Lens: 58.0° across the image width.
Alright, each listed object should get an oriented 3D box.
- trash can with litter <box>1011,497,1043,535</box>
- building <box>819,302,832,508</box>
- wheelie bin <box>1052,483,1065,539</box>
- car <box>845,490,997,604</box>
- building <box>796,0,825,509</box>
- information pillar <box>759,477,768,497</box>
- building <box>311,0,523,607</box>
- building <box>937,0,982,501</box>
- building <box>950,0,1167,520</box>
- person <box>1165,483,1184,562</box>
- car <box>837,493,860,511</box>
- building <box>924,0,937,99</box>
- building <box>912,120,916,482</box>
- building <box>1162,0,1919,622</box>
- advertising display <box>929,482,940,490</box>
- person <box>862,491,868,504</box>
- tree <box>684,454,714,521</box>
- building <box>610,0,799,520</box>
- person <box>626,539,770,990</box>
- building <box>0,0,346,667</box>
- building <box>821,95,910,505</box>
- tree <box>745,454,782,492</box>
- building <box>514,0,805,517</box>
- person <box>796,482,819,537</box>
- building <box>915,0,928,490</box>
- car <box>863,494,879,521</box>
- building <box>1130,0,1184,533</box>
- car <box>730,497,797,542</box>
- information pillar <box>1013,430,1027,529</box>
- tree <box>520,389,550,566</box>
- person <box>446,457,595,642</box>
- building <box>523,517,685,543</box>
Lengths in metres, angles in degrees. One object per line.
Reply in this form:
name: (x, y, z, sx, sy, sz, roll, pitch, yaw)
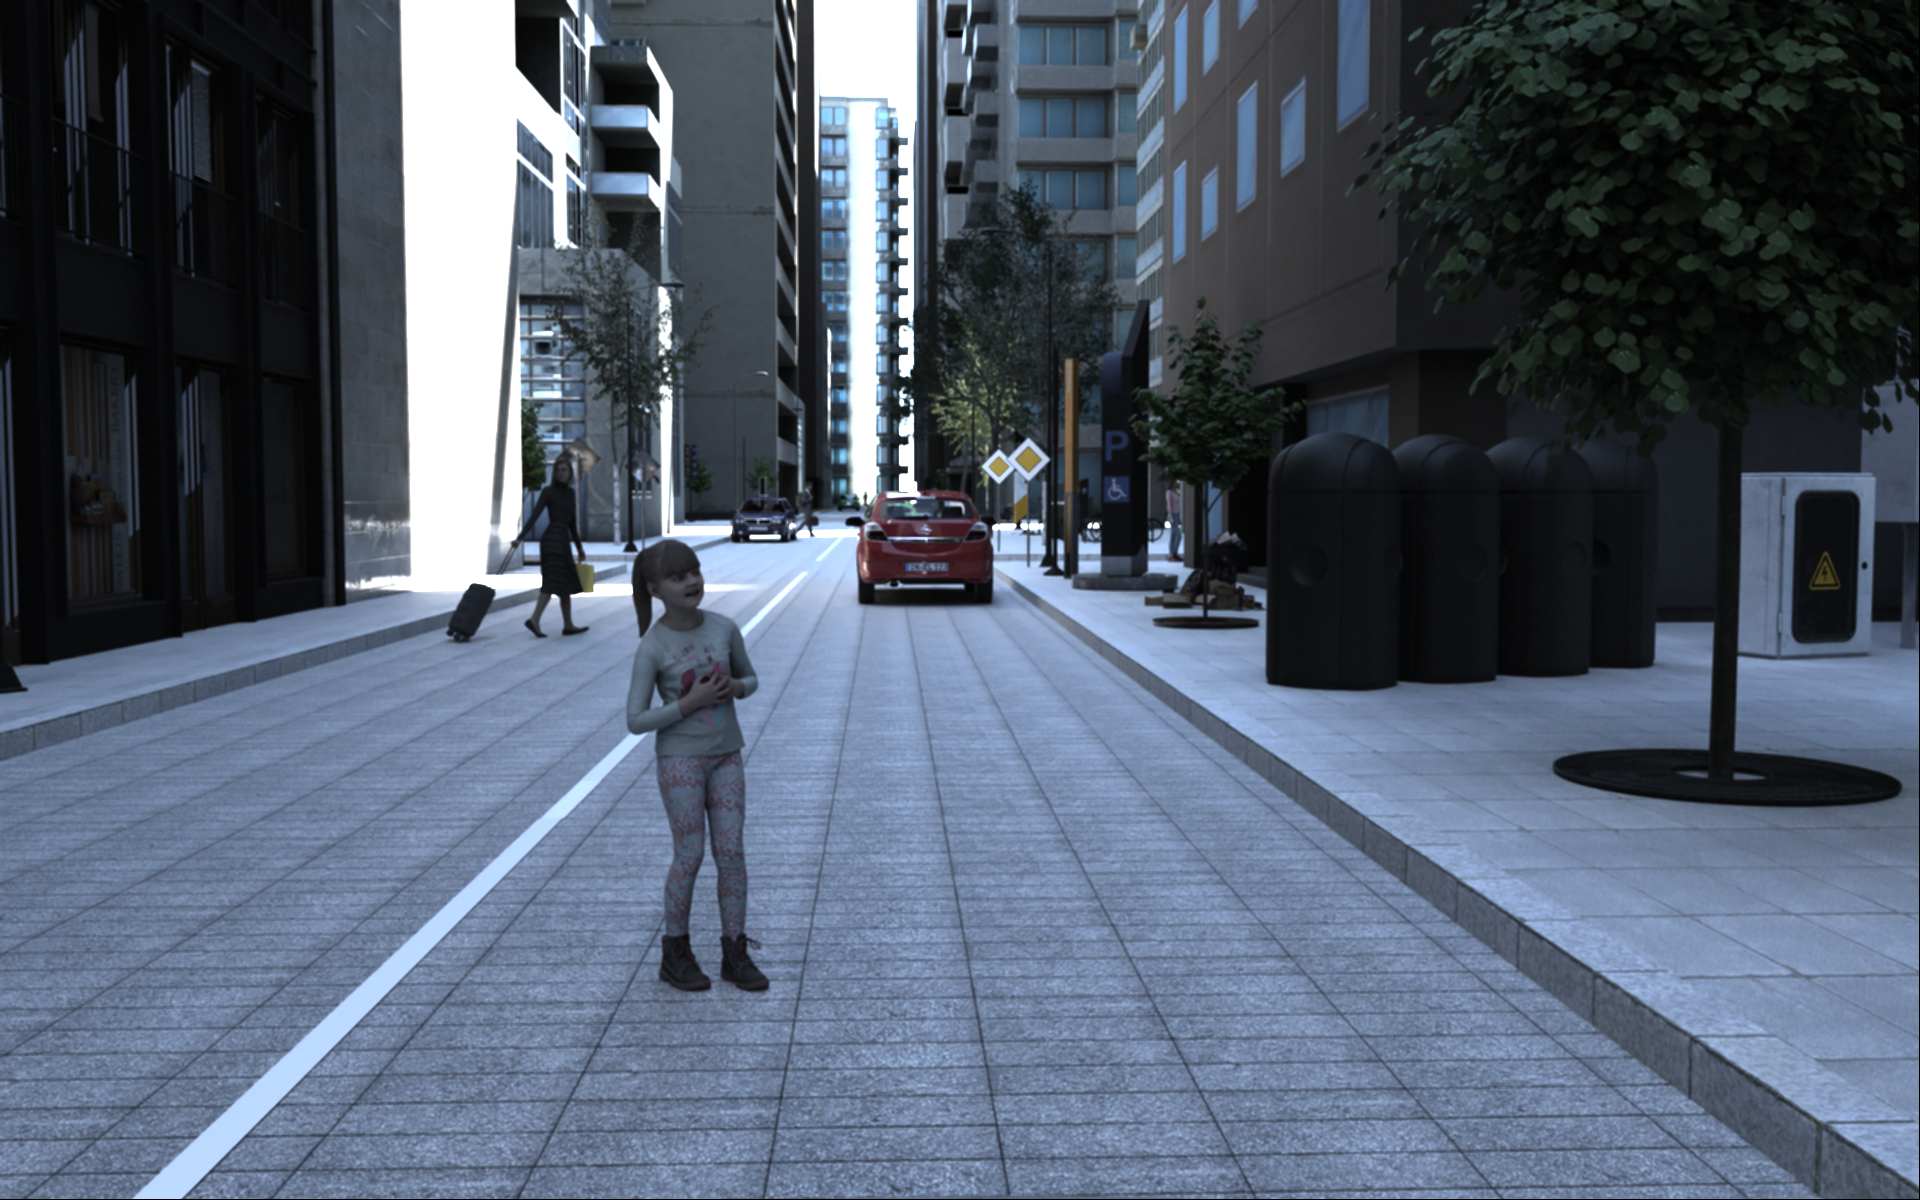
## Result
trash can with litter: (2.490, -2.650, 54.390, 1.678, 1.210, 2.233, -2, 4, -35)
building: (-27.904, -20.198, 175.273, 28.899, 21.520, 27.650, 0, 4, -2)
wheelie bin: (2.874, -2.545, 49.523, 0.980, 1.594, 0.693, 2, 4, 24)
car: (-0.530, -0.925, 24.171, 2.155, 1.783, 4.494, 0, 4, -3)
building: (-19.171, -30.591, 150.280, 14.600, 45.320, 14.200, 0, 4, -2)
information pillar: (-8.415, -4.268, 74.279, 0.304, 2.012, 0.304, 1, 4, 13)
building: (-15.753, -10.342, 23.849, 16.860, 20.320, 10.420, 0, 4, -2)
building: (12.020, -33.252, 132.910, 28.713, 52.752, 27.495, 0, 4, -2)
building: (11.607, -29.271, 98.194, 23.786, 49.044, 30.456, 0, 4, -2)
person: (4.508, -1.711, 36.482, 0.388, 1.821, 0.555, 1, 4, 14)
car: (-9.471, -8.496, 147.707, 1.959, 1.807, 4.718, 0, 4, -1)
building: (3.877, -30.813, 153.908, 14.600, 45.320, 14.200, 0, 4, -2)
building: (1.623, -33.844, 203.456, 14.200, 45.320, 14.600, 0, 4, -2)
building: (10.776, -22.793, 22.774, 14.600, 45.320, 14.200, 0, 4, -2)
advertising display: (-1.338, -5.227, 90.673, 0.123, 1.923, 0.974, -2, 4, -29)
person: (-9.764, -10.297, 177.681, 0.721, 1.723, 1.217, 2, 4, 25)
tree: (-12.653, -5.420, 83.213, 1.663, 3.219, 1.824, 0, 3, 0)
building: (-20.063, -28.745, 93.678, 21.300, 48.544, 21.600, 0, 4, -2)
person: (-0.739, 0.473, 5.040, 0.394, 1.301, 0.425, 3, 4, 37)
building: (-12.904, -11.100, 11.157, 12.332, 23.373, 15.834, 0, 4, -2)
building: (-21.351, -35.947, 207.342, 30.456, 49.044, 23.786, 0, 4, -2)
tree: (-9.508, -5.398, 82.856, 1.663, 3.219, 1.824, 0, 3, 0)
building: (-22.465, -49.763, 126.304, 22.319, 86.520, 31.000, 0, 4, -2)
person: (-5.128, -3.014, 57.743, 0.822, 1.834, 0.622, 0, 4, -5)
building: (6.000, -38.717, 175.015, 21.231, 58.520, 28.212, 0, 4, -2)
car: (-2.529, -3.165, 63.539, 2.131, 1.459, 4.920, 0, 4, -1)
building: (18.508, -22.157, 54.150, 23.993, 40.220, 32.217, 0, 4, -2)
car: (-5.927, -2.444, 52.540, 1.945, 1.354, 3.894, 0, 4, -1)
information pillar: (2.213, -4.390, 63.127, 0.504, 3.616, 0.183, -1, 4, -11)
tree: (-7.907, -2.253, 31.434, 1.663, 3.219, 1.824, 0, 3, 0)
person: (-4.362, -0.524, 17.278, 1.509, 1.804, 0.699, -2, 4, -30)
building: (-20.690, -45.600, 58.226, 22.319, 86.520, 31.000, 0, 4, -2)
